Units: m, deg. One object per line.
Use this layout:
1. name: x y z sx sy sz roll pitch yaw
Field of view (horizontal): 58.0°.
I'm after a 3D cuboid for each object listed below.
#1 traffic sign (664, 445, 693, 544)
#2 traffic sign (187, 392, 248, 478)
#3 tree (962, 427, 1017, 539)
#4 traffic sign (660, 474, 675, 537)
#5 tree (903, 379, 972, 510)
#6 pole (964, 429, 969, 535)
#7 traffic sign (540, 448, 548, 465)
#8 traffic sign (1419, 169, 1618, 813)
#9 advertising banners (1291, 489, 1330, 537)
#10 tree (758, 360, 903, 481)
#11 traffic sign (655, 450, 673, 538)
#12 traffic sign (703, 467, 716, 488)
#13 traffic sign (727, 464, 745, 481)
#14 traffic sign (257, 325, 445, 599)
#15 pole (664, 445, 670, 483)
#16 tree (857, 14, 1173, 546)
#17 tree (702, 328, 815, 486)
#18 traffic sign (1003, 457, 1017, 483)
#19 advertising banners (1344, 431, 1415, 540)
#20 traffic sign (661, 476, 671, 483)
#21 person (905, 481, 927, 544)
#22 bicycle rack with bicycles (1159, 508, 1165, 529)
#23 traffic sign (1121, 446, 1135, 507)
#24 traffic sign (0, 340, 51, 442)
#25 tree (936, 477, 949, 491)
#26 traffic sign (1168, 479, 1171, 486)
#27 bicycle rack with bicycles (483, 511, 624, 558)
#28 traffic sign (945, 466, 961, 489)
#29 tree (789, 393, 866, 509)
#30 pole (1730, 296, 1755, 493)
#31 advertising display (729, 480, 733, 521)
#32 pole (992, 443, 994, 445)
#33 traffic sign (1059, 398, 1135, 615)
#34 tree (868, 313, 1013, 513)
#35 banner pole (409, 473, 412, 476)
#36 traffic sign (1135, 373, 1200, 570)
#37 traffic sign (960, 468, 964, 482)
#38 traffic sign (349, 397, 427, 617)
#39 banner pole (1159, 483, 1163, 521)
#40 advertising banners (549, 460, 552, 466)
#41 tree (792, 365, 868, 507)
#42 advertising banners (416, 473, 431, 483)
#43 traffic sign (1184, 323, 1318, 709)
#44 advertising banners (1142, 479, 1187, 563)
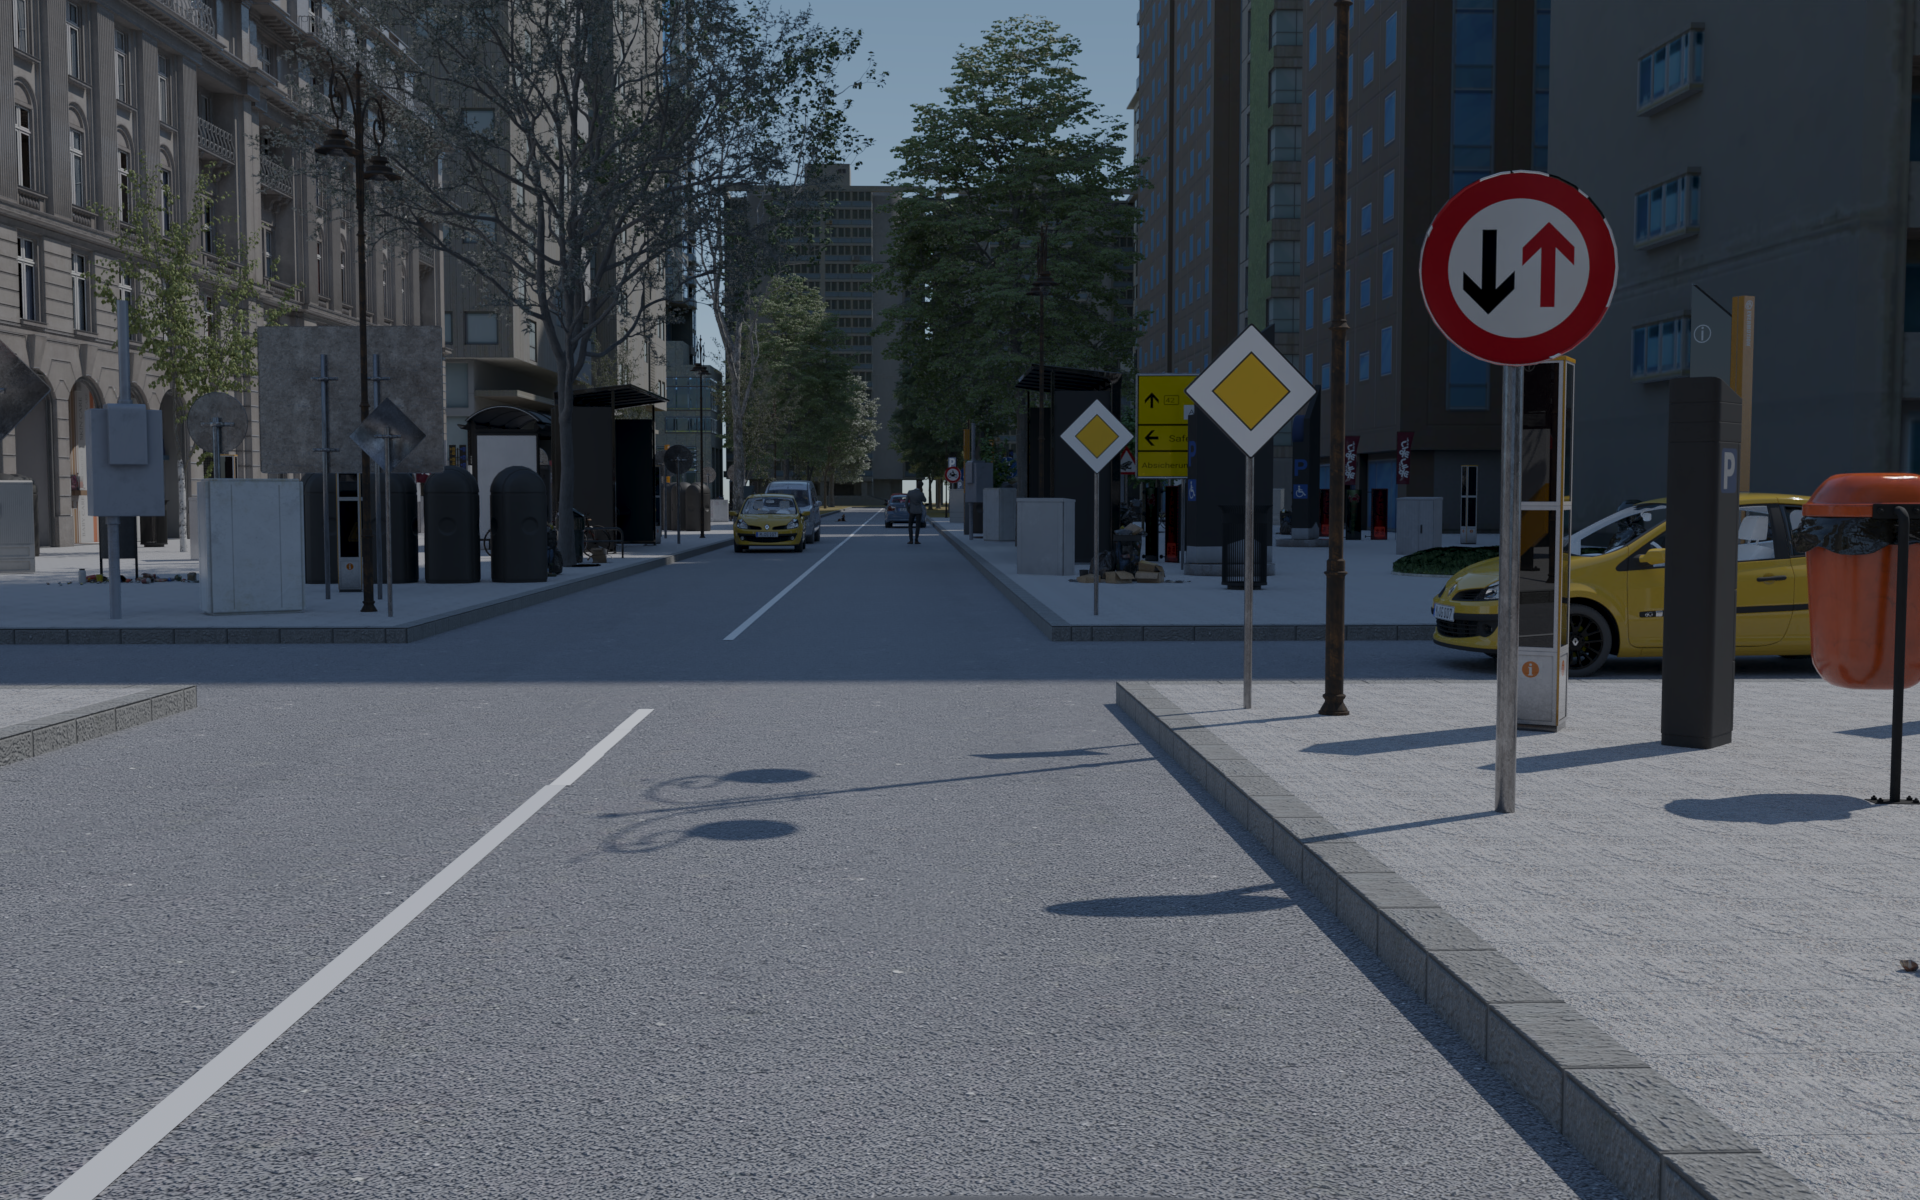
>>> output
1. traffic sign: -7.243 -2.717 44.534 0.768 2.556 0.104 0 4 3
2. traffic sign: -9.273 -1.317 21.639 0.768 2.556 0.104 0 4 1
3. tree: 0.775 -3.407 50.309 1.663 3.219 1.824 0 3 0
4. traffic sign: -8.980 -3.176 51.928 0.884 2.594 0.081 0 4 4
5. tree: -2.320 -13.163 140.975 9.928 11.665 9.643 0 3 0
6. pole: 0.207 -3.709 54.493 0.158 3.312 0.155 0 3 0
7. traffic sign: -11.496 -2.857 46.814 0.768 2.556 0.104 0 4 8
8. traffic sign: 2.202 -0.417 6.920 0.768 2.556 0.104 0 4 5
9. advertising banners: 10.942 -3.401 51.796 2.074 3.025 0.090 0 4 -5
10. tree: -11.269 -12.513 130.336 9.928 11.665 9.643 0 3 0
11. traffic sign: -8.518 -3.054 50.033 0.768 2.556 0.104 0 4 0
12. traffic sign: -11.731 -4.923 80.589 0.768 2.556 0.104 0 4 5
13. traffic sign: -9.443 -4.463 73.076 0.768 2.556 0.104 0 4 4
14. traffic sign: -7.381 -1.659 21.000 2.265 3.308 0.079 0 4 3
15. pole: -12.121 -4.765 71.746 0.158 3.312 0.155 0 3 0
16. tree: 1.156 -7.572 41.926 7.486 12.596 7.792 0 3 0
17. tree: -9.284 -7.685 76.016 4.360 8.622 3.978 0 3 0
18. traffic sign: 1.630 -3.633 59.499 0.768 2.556 0.104 0 4 3
19. advertising banners: 11.679 -3.188 48.305 2.074 3.025 0.090 -1 4 -9
20. traffic sign: -13.260 -4.726 77.377 0.768 2.556 0.104 0 4 5
21. person: -1.277 -2.507 49.673 0.592 1.802 0.473 1 4 20
22. bicycle rack with bicycles: 8.184 -3.080 63.733 2.925 0.926 2.852 2 4 23
23. traffic sign: 4.519 -2.877 47.041 0.884 2.594 0.081 0 4 6
24. traffic sign: -5.674 -0.393 10.063 0.795 2.450 0.064 0 4 -2
25. tree: -2.077 -13.150 165.358 4.360 8.622 3.978 0 3 0
26. traffic sign: 5.490 -2.766 45.332 0.768 2.556 0.104 0 3 0
27. bicycle rack with bicycles: -8.151 -1.322 35.003 2.925 0.926 2.852 -2 4 -28
28. traffic sign: -0.321 -4.856 79.503 0.768 2.556 0.104 0 4 7
29. tree: -12.048 -13.305 151.948 8.767 10.594 7.601 2 4 24
30. pole: 8.076 -1.474 17.950 0.158 3.312 0.155 0 3 0
31. advertising display: -10.857 -4.699 82.047 0.123 1.923 0.974 -1 4 -9
32. pole: 1.191 -4.360 65.135 0.158 3.312 0.155 0 3 0
33. traffic sign: 1.438 -0.895 18.280 0.795 2.450 0.064 0 4 -2
34. tree: -0.584 -12.933 118.105 9.857 13.997 8.962 0 3 0
35. banner pole: -14.303 -3.315 44.215 0.401 3.779 0.863 2 4 33
36. traffic sign: 4.089 -2.160 29.184 2.265 3.308 0.079 0 4 3
37. traffic sign: 0.353 -4.939 80.851 0.768 2.556 0.104 0 4 8
38. traffic sign: -5.952 -0.881 18.044 0.795 2.450 0.064 0 4 -2
39. banner pole: 9.676 -5.704 83.277 0.401 3.779 0.863 1 4 16
40. advertising banners: -21.769 -5.720 89.702 2.074 3.025 0.090 0 4 4
41. tree: -12.442 -16.023 168.634 9.857 13.997 8.962 0 3 0
42. advertising banners: -13.524 -2.771 41.492 2.074 3.025 0.090 -3 5 -41
43. traffic sign: 1.717 -0.407 10.300 0.795 2.450 0.064 0 4 -2
44. advertising banners: 3.959 -2.211 32.339 0.090 3.025 2.074 -2 4 -24
